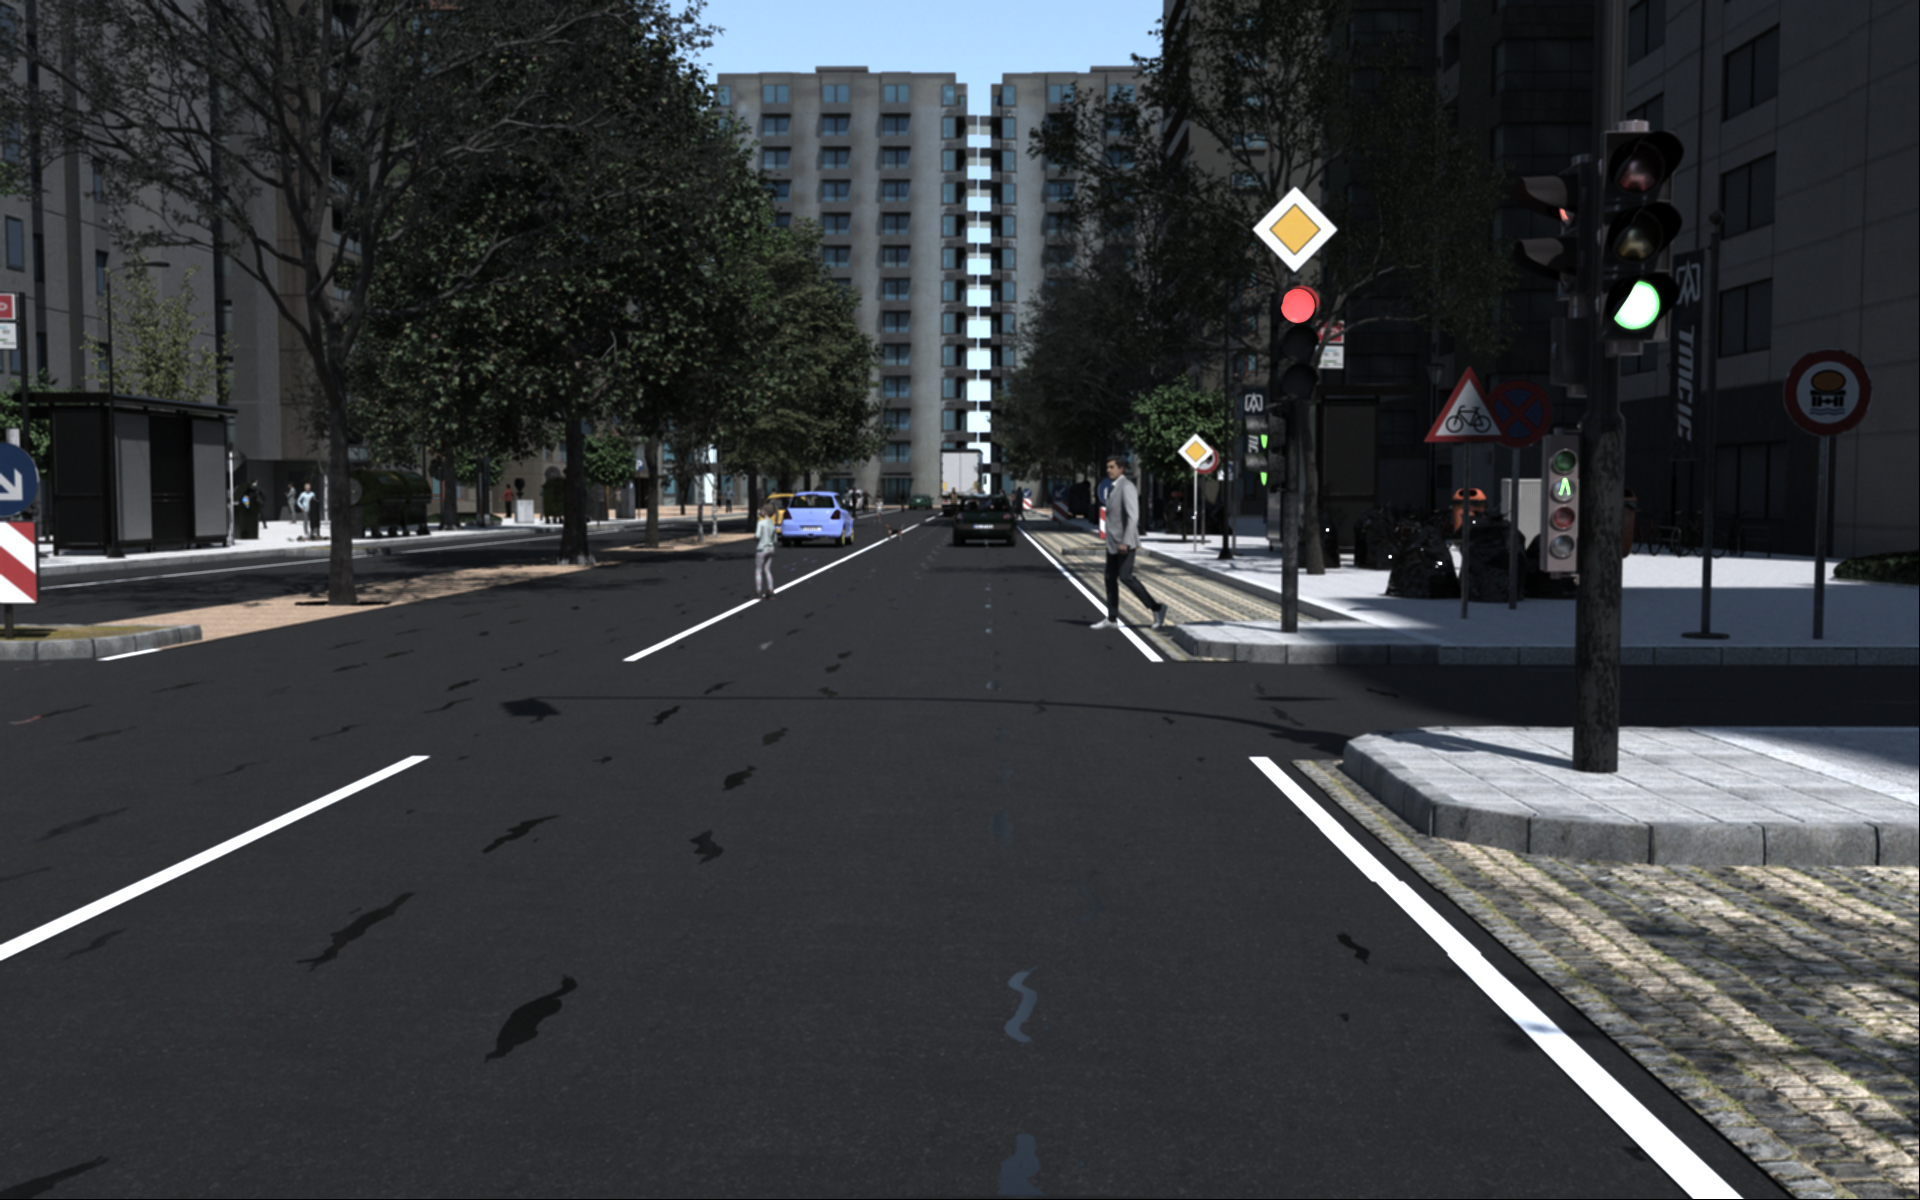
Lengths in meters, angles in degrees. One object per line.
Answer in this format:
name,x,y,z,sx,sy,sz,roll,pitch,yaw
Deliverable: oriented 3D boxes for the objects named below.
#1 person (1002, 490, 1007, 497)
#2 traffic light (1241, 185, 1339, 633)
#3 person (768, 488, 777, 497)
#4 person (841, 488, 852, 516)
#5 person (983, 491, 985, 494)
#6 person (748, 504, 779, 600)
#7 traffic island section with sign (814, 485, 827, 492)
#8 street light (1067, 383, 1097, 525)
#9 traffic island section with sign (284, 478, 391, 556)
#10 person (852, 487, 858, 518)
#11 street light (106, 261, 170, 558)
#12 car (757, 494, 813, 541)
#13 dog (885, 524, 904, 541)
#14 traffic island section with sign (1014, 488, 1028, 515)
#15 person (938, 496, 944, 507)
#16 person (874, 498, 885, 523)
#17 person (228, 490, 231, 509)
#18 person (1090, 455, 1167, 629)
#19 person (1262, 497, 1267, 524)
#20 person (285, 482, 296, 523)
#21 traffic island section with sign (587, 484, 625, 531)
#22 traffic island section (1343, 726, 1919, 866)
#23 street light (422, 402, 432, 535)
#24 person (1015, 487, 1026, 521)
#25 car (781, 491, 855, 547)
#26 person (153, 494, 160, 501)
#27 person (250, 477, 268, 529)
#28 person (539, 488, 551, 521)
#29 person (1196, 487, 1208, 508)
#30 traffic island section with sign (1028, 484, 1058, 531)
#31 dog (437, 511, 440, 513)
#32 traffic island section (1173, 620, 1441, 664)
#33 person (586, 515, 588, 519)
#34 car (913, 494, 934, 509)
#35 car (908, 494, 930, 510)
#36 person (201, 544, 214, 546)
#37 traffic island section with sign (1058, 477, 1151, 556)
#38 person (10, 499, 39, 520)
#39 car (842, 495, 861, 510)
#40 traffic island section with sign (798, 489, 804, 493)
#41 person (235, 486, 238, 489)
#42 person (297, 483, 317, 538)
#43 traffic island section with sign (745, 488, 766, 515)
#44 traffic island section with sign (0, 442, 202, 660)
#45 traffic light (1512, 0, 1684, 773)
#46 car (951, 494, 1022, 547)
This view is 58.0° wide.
person,3.515,-8.189,143.184,0.721,1.735,1.217,3,5,45
traffic light,3.035,-1.653,15.945,0.839,4.253,0.868,0,4,1
person,-12.052,-6.351,112.425,1.348,1.812,0.705,2,4,26
person,-6.725,-5.793,103.291,1.350,1.814,0.705,2,4,28
person,2.253,-9.028,156.633,0.721,1.766,1.217,-3,5,-40
person,-2.667,-0.651,23.428,0.394,1.301,0.425,1,4,19
traffic island section with sign,-7.406,-5.068,91.006,2.006,1.907,1.989,0,4,1
street light,5.166,-6.099,72.254,1.470,5.913,1.316,0,4,1
traffic island section with sign,-14.606,-1.975,40.916,1.989,1.847,2.006,0,4,1
person,-6.180,-5.704,101.787,0.705,1.821,1.348,-1,4,-11
street light,-16.415,-3.796,34.610,1.470,5.913,1.316,0,4,1
car,-5.341,-2.698,54.336,2.015,1.641,3.980,0,4,0
dog,-2.003,-2.058,52.932,0.406,0.507,0.540,2,4,26
traffic island section with sign,4.452,-6.693,118.062,1.989,1.847,2.006,0,4,1
person,-1.547,-9.587,165.213,1.348,1.831,0.705,2,4,25
person,-4.046,-4.492,86.963,0.505,1.210,0.382,-2,4,-23
person,-32.378,-4.272,76.243,0.624,1.780,0.694,3,5,43
person,1.782,-0.612,18.354,0.795,1.843,0.661,-1,4,-10
person,13.381,-3.855,74.578,1.012,1.151,0.738,0,4,-5
person,-29.394,-4.270,76.041,0.466,1.800,0.511,-2,4,-27
traffic island section with sign,-14.239,-3.624,67.888,1.989,1.847,2.006,0,4,1
traffic island section,2.967,0.869,8.074,2.009,0.180,2.903,0,4,1
street light,-16.223,-4.990,54.126,1.470,5.913,1.316,0,4,1
person,3.069,-4.999,90.338,0.767,1.812,0.694,0,4,-8
car,-3.902,-2.338,47.813,1.945,1.707,3.694,0,4,2
person,-20.419,-2.263,43.396,0.716,1.782,0.532,-2,4,-27
person,-26.116,-3.607,64.379,0.648,1.900,0.474,-1,4,-16
person,-20.106,-4.784,84.061,0.655,1.846,0.447,0,4,2
person,14.775,-6.141,107.164,1.217,1.735,0.721,2,4,33
traffic island section with sign,3.782,-3.613,67.708,1.989,1.847,2.006,0,4,1
dog,-26.684,-4.297,87.992,0.748,0.427,0.550,1,4,23
traffic island section,3.075,0.381,16.058,2.009,0.180,2.903,0,4,1
person,-19.805,-5.049,88.810,1.509,1.804,0.699,3,5,40
car,-3.544,-9.353,164.720,2.131,1.459,4.920,0,4,1
car,-3.781,-9.026,159.377,2.131,1.459,4.920,0,4,0
person,-18.596,-2.232,42.722,0.473,1.802,0.592,-2,4,-29
traffic island section with sign,3.410,-1.959,40.655,1.989,1.847,2.006,0,4,1
person,-13.018,-0.935,23.977,0.537,1.800,0.526,-3,5,-41
car,-9.905,-8.730,155.098,2.083,1.381,4.827,0,4,0
traffic island section with sign,-13.192,-8.346,145.086,1.989,1.847,2.006,0,4,1
person,-28.237,-3.665,67.779,0.330,1.601,0.589,-2,4,-33
person,-19.103,-2.624,50.752,0.589,1.601,0.330,-2,4,-26
traffic island section with sign,-13.571,-6.693,118.056,1.989,1.847,2.006,0,4,1
traffic island section with sign,-8.411,-0.473,15.874,2.006,1.907,1.989,0,4,1
traffic light,0.834,-2.029,7.847,4.771,5.953,1.251,0,4,1
car,0.719,-2.370,48.541,2.009,1.686,4.222,0,4,3
